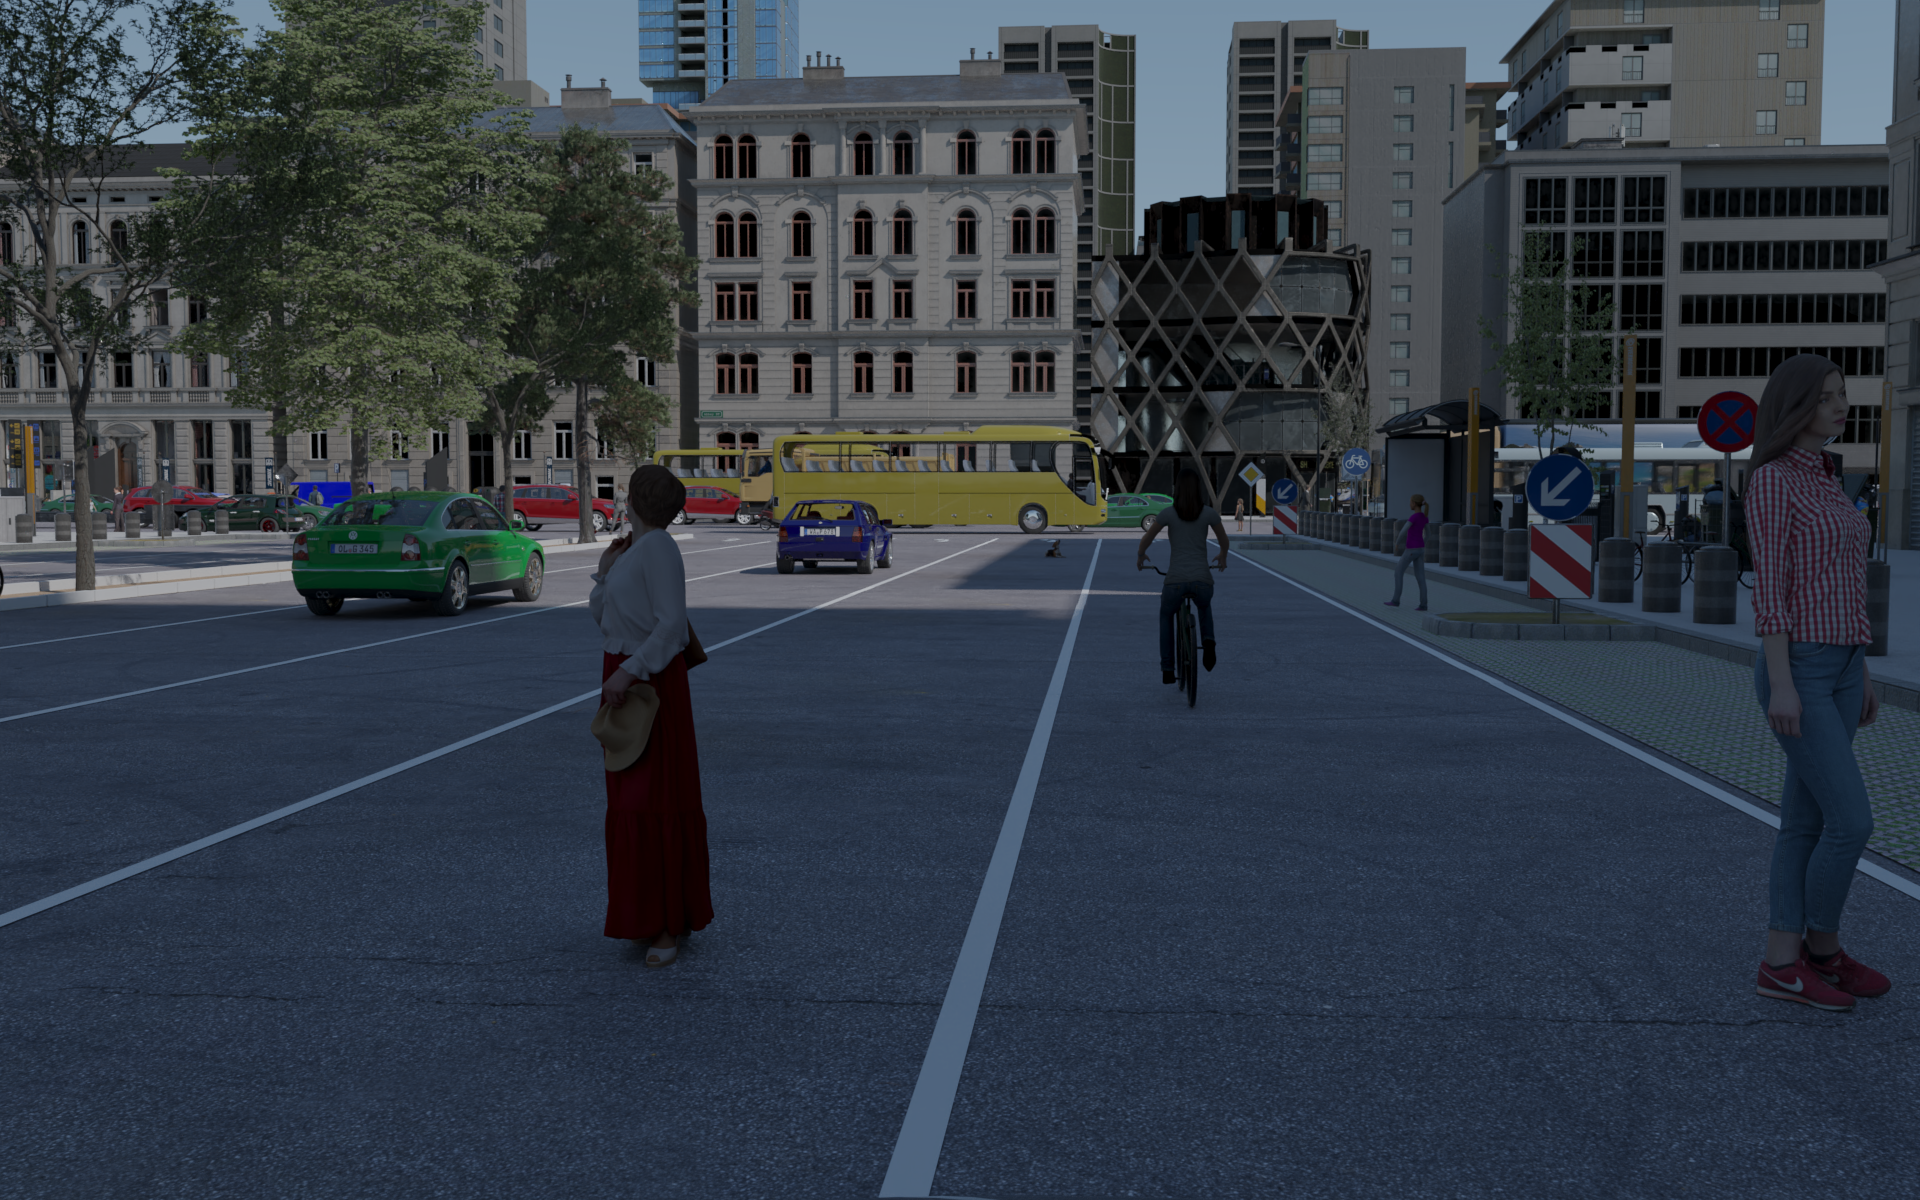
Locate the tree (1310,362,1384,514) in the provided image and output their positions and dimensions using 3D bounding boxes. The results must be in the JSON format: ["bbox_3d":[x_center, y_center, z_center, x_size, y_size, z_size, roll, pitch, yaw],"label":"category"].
[{"bbox_3d":[21.407,-8.924,96.262,4.360,8.622,3.978,0,3,0],"label":"tree"}]

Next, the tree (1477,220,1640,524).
[{"bbox_3d":[15.815,-5.872,46.378,4.737,8.622,4.395,0,3,0],"label":"tree"}]

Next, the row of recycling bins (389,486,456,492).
[{"bbox_3d":[-29.233,-5.336,94.350,3.534,1.692,1.069,-1,4,-21],"label":"row of recycling bins"}]

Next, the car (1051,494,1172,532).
[{"bbox_3d":[5.839,-3.292,65.628,4.920,1.459,2.131,0,4,3],"label":"car"}]

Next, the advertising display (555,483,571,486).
[{"bbox_3d":[-23.081,-5.833,100.589,0.974,1.923,0.123,1,4,21],"label":"advertising display"}]

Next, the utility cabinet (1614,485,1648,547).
[{"bbox_3d":[16.044,-2.008,41.512,0.318,1.500,1.173,0,4,-5],"label":"utility cabinet"}]

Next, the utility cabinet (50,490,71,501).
[{"bbox_3d":[-53.264,-5.751,102.709,0.318,1.500,1.173,2,4,31],"label":"utility cabinet"}]

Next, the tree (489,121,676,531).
[{"bbox_3d":[-10.821,-6.428,41.967,8.767,10.594,7.601,0,4,5],"label":"tree"}]

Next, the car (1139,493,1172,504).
[{"bbox_3d":[8.856,-4.592,83.875,4.718,1.807,1.959,0,4,6],"label":"car"}]

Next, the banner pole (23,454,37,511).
[{"bbox_3d":[-51.346,-6.466,95.735,0.401,3.779,0.863,2,4,30],"label":"banner pole"}]

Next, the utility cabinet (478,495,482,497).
[{"bbox_3d":[-26.998,-5.178,95.822,1.020,1.237,0.306,0,4,-3],"label":"utility cabinet"}]

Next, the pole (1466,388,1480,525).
[{"bbox_3d":[9.854,-2.412,33.286,0.158,3.312,0.155,0,3,0],"label":"pole"}]

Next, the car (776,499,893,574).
[{"bbox_3d":[-2.294,-1.210,32.357,1.945,1.354,3.894,0,4,5],"label":"car"}]

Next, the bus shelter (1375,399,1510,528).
[{"bbox_3d":[10.952,-2.806,39.802,2.014,3.302,5.546,0,4,5],"label":"bus shelter"}]

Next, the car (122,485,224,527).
[{"bbox_3d":[-33.724,-4.081,75.397,5.304,1.827,2.281,0,4,7],"label":"car"}]

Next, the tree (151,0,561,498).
[{"bbox_3d":[-11.733,-6.923,33.780,7.486,12.596,7.792,0,3,0],"label":"tree"}]

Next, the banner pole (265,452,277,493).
[{"bbox_3d":[-41.131,-6.947,103.592,0.863,3.779,0.401,0,4,-3],"label":"banner pole"}]

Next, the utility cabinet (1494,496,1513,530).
[{"bbox_3d":[16.086,-2.468,51.517,1.020,1.237,0.306,-2,4,-35],"label":"utility cabinet"}]

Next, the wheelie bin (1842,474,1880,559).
[{"bbox_3d":[13.867,-1.171,27.058,0.693,1.594,0.980,-1,4,-22],"label":"wheelie bin"}]

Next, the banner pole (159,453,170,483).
[{"bbox_3d":[-48.203,-7.026,104.886,0.401,3.779,0.863,2,4,34],"label":"banner pole"}]

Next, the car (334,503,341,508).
[{"bbox_3d":[-24.833,-4.067,75.285,4.718,1.807,1.959,0,4,6],"label":"car"}]

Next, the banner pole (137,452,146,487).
[{"bbox_3d":[-48.449,-6.886,102.610,0.863,3.779,0.401,2,4,27],"label":"banner pole"}]

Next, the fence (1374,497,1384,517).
[{"bbox_3d":[13.930,-2.582,53.426,2.264,1.192,0.480,2,4,26],"label":"fence"}]

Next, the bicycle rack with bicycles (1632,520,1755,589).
[{"bbox_3d":[10.858,-0.644,23.915,2.852,0.926,2.925,-1,4,-10],"label":"bicycle rack with bicycles"}]

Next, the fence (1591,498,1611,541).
[{"bbox_3d":[14.452,-1.752,39.852,0.480,1.192,2.264,0,4,-7],"label":"fence"}]

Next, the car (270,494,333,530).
[{"bbox_3d":[-27.031,-3.504,69.095,4.920,1.459,2.131,0,4,4],"label":"car"}]

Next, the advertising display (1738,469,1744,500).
[{"bbox_3d":[20.259,-2.432,44.971,0.123,1.923,0.974,2,4,24],"label":"advertising display"}]

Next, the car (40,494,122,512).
[{"bbox_3d":[-45.578,-4.829,90.760,4.920,1.459,2.131,0,4,5],"label":"car"}]

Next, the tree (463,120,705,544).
[{"bbox_3d":[-10.762,-7.627,49.207,6.751,12.117,7.091,0,3,0],"label":"tree"}]

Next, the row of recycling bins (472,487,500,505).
[{"bbox_3d":[-26.861,-5.589,98.489,1.069,1.692,3.534,-2,4,-30],"label":"row of recycling bins"}]

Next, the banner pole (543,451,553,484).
[{"bbox_3d":[-24.076,-6.796,101.138,0.401,3.779,0.863,2,4,32],"label":"banner pole"}]

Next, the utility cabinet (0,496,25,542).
[{"bbox_3d":[-25.628,-2.154,46.386,1.020,1.237,0.306,-1,4,-16],"label":"utility cabinet"}]

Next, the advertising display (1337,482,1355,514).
[{"bbox_3d":[20.041,-5.174,89.815,0.974,1.923,0.123,1,4,16],"label":"advertising display"}]

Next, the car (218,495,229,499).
[{"bbox_3d":[-33.236,-4.108,79.535,4.827,1.381,2.083,0,4,6],"label":"car"}]

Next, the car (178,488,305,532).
[{"bbox_3d":[-24.939,-3.083,60.196,4.222,1.686,2.009,0,4,6],"label":"car"}]

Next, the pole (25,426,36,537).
[{"bbox_3d":[-27.963,-3.564,52.107,0.158,3.312,0.155,0,3,0],"label":"pole"}]

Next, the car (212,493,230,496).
[{"bbox_3d":[-39.158,-4.868,89.176,3.694,1.707,1.945,0,4,5],"label":"car"}]

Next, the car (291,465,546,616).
[{"bbox_3d":[-6.641,-0.792,21.747,1.959,1.807,4.718,0,4,5],"label":"car"}]

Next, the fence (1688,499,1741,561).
[{"bbox_3d":[14.569,-1.269,31.957,0.480,1.192,2.264,-3,5,-39],"label":"fence"}]

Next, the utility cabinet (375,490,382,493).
[{"bbox_3d":[-31.829,-5.198,93.667,0.318,1.500,1.173,3,5,40],"label":"utility cabinet"}]

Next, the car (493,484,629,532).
[{"bbox_3d":[-15.255,-3.532,66.428,5.304,1.827,2.281,0,4,7],"label":"car"}]

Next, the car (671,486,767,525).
[{"bbox_3d":[-11.396,-4.384,80.354,5.304,1.827,2.281,0,4,7],"label":"car"}]

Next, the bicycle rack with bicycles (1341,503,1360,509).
[{"bbox_3d":[30.291,-7.225,131.506,2.925,0.926,2.852,2,4,35],"label":"bicycle rack with bicycles"}]

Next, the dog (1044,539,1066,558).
[{"bbox_3d":[2.184,-1.171,39.340,0.550,0.427,0.748,1,4,12],"label":"dog"}]

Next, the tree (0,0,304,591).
[{"bbox_3d":[-12.356,-5.366,24.609,8.767,10.594,7.601,0,4,5],"label":"tree"}]

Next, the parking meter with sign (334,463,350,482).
[{"bbox_3d":[-34.580,-6.249,98.427,0.543,3.016,1.738,3,5,43],"label":"parking meter with sign"}]

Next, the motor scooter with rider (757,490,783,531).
[{"bbox_3d":[-6.971,-3.599,67.810,1.986,1.779,0.876,0,4,4],"label":"motor scooter with rider"}]
